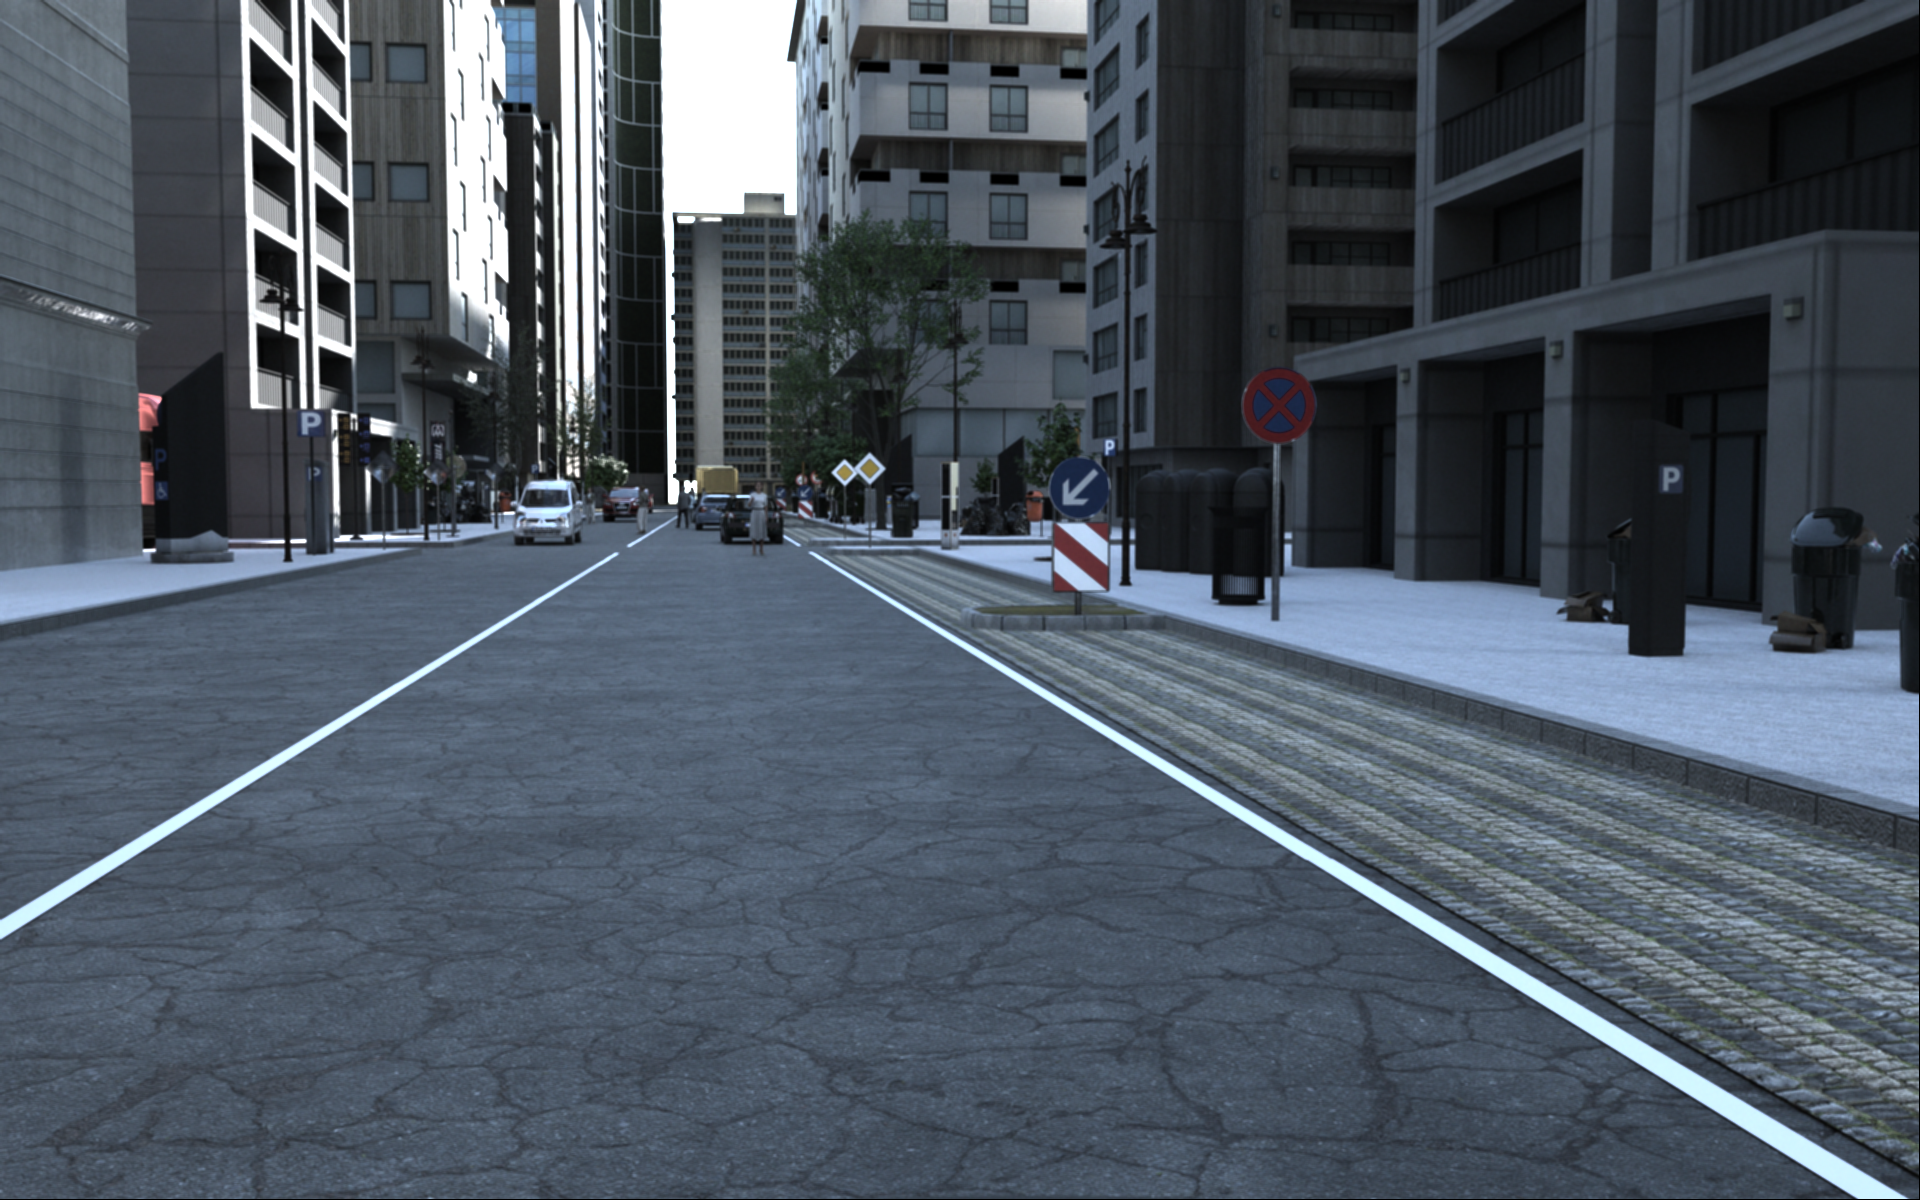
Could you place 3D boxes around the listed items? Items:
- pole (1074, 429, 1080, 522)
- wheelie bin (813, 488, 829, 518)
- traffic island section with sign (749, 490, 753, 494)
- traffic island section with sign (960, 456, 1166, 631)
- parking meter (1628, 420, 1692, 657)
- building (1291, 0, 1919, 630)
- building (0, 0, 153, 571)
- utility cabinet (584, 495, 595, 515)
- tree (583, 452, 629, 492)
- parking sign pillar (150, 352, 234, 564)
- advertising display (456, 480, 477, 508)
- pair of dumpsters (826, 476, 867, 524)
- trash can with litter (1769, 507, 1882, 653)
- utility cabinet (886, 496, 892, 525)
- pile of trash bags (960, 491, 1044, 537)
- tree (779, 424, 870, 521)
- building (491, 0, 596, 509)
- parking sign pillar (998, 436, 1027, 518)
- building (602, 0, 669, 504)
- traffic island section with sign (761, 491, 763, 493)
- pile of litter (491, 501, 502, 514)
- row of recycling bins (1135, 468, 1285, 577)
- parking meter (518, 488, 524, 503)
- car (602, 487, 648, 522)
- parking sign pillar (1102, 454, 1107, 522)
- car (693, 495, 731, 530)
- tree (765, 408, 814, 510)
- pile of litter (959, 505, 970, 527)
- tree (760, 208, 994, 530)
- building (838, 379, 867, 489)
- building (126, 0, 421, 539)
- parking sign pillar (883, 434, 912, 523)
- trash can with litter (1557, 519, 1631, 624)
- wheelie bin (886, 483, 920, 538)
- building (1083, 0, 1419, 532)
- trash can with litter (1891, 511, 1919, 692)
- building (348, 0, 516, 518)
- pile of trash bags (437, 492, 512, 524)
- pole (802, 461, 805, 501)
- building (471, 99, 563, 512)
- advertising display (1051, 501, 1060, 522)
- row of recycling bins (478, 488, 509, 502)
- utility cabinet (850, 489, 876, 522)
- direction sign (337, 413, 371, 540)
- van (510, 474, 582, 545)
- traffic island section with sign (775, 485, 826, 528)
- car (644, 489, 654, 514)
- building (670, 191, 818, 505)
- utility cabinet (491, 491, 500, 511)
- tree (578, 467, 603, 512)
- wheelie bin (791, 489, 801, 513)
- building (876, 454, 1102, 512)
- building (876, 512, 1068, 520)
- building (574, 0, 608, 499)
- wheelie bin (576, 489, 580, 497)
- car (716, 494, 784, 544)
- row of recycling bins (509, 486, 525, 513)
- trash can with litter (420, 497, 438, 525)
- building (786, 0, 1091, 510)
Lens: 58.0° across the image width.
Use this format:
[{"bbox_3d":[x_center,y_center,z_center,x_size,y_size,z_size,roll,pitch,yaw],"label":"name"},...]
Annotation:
[{"bbox_3d":[3.543,-3.588,52.500,0.158,3.312,0.155,0,3,0],"label":"pole"},{"bbox_3d":[-7.390,-5.167,92.388,0.693,1.594,0.980,-3,5,-42],"label":"wheelie bin"},{"bbox_3d":[-21.366,-10.300,177.034,1.989,1.847,2.006,0,4,-8],"label":"traffic island section with sign"},{"bbox_3d":[1.048,-0.633,18.973,1.989,1.847,2.006,0,4,-8],"label":"traffic island section with sign"},{"bbox_3d":[5.560,-0.492,13.753,0.399,1.863,0.255,-1,4,-16],"label":"parking meter"},{"bbox_3d":[17.456,-35.578,19.959,20.563,71.187,20.611,0,4,-8],"label":"building"},{"bbox_3d":[-37.086,-15.160,24.284,44.131,29.872,17.030,0,4,-8],"label":"building"},{"bbox_3d":[-23.116,-5.926,108.055,0.306,1.237,1.020,1,4,14],"label":"utility cabinet"},{"bbox_3d":[-29.240,-9.846,144.698,4.285,4.588,4.351,0,3,0],"label":"tree"},{"bbox_3d":[-14.454,-2.693,32.511,1.447,3.967,1.447,2,4,26],"label":"parking sign pillar"},{"bbox_3d":[-22.825,-4.575,80.009,0.974,1.923,0.123,0,4,4],"label":"advertising display"},{"bbox_3d":[-4.982,-4.515,76.318,1.574,2.255,4.437,-1,4,-8],"label":"pair of dumpsters"},{"bbox_3d":[7.116,-0.177,14.282,0.624,1.170,1.055,3,5,43],"label":"trash can with litter"},{"bbox_3d":[-2.939,-3.805,73.368,0.306,1.237,1.020,0,4,-5],"label":"utility cabinet"},{"bbox_3d":[1.501,-2.659,53.225,1.912,1.369,3.447,-2,4,-33],"label":"pile of trash bags"},{"bbox_3d":[-5.635,-5.993,81.695,4.285,4.588,4.351,0,3,0],"label":"tree"},{"bbox_3d":[-40.469,-30.916,155.583,14.600,45.320,14.200,0,4,-8],"label":"building"},{"bbox_3d":[2.437,-5.631,80.531,1.447,3.967,1.447,2,4,26],"label":"parking sign pillar"},{"bbox_3d":[-47.317,-47.580,216.188,20.611,71.187,20.563,0,4,-8],"label":"building"},{"bbox_3d":[-10.601,-5.655,101.079,1.989,1.847,2.006,0,4,-8],"label":"traffic island section with sign"},{"bbox_3d":[-30.939,-6.166,114.775,1.176,0.858,1.719,3,5,43],"label":"pile of litter"},{"bbox_3d":[4.012,-1.293,28.257,1.069,1.692,3.534,-2,4,-28],"label":"row of recycling bins"},{"bbox_3d":[-18.764,-4.022,74.173,0.372,1.533,0.369,0,3,0],"label":"parking meter"},{"bbox_3d":[-17.518,-5.022,90.782,2.281,1.827,5.304,0,4,-6],"label":"car"},{"bbox_3d":[6.575,-5.129,72.334,1.447,3.967,1.447,2,4,35],"label":"parking sign pillar"},{"bbox_3d":[-9.807,-3.552,70.083,2.014,1.417,4.499,0,4,-8],"label":"car"},{"bbox_3d":[-13.535,-11.546,139.138,4.737,8.622,4.395,0,3,0],"label":"tree"},{"bbox_3d":[0.102,-3.257,67.222,1.176,0.858,1.719,-1,4,-16],"label":"pile of litter"},{"bbox_3d":[-2.734,-8.327,61.902,9.928,11.665,9.643,0,3,0],"label":"tree"},{"bbox_3d":[-2.762,-22.282,136.012,14.160,30.474,14.107,0,4,-8],"label":"building"},{"bbox_3d":[-29.581,-37.815,56.520,20.563,71.187,20.611,0,4,-8],"label":"building"},{"bbox_3d":[-2.827,-5.434,77.316,1.447,3.967,1.447,-1,4,-18],"label":"parking sign pillar"},{"bbox_3d":[6.485,-0.357,17.217,1.055,1.170,0.624,3,5,41],"label":"trash can with litter"},{"bbox_3d":[-1.671,-2.636,51.013,0.980,1.594,0.693,0,4,-5],"label":"wheelie bin"},{"bbox_3d":[12.758,-17.795,62.655,14.107,30.474,14.160,0,4,-8],"label":"building"},{"bbox_3d":[6.586,0.016,11.132,1.055,1.170,0.624,2,4,25],"label":"trash can with litter"},{"bbox_3d":[-38.784,-30.647,90.318,28.713,52.752,27.495,0,4,-8],"label":"building"},{"bbox_3d":[-21.428,-4.097,76.742,3.447,1.369,1.912,-3,5,-44],"label":"pile of trash bags"},{"bbox_3d":[-9.779,-6.992,108.161,0.158,3.312,0.155,0,3,0],"label":"pole"},{"bbox_3d":[-37.153,-21.757,127.430,14.160,30.474,14.107,0,4,-8],"label":"building"},{"bbox_3d":[4.455,-4.575,80.019,0.123,1.923,0.974,-1,4,-19],"label":"advertising display"},{"bbox_3d":[-32.958,-6.906,120.022,3.534,1.692,1.069,0,4,-2],"label":"row of recycling bins"},{"bbox_3d":[-4.429,-4.302,79.014,1.173,1.500,0.318,-1,4,-15],"label":"utility cabinet"},{"bbox_3d":[-16.949,-3.458,48.535,0.876,3.537,0.379,-1,4,-8],"label":"direction sign"},{"bbox_3d":[-11.889,-2.632,50.051,2.013,2.044,4.112,0,4,-8],"label":"van"},{"bbox_3d":[-6.746,-3.990,73.871,1.989,1.847,2.006,0,4,-8],"label":"traffic island section with sign"},{"bbox_3d":[-23.940,-7.361,129.020,2.281,1.827,5.304,-1,4,-9],"label":"car"},{"bbox_3d":[-25.381,-32.628,225.353,23.993,40.220,32.217,0,4,-8],"label":"building"},{"bbox_3d":[-31.572,-6.636,117.178,1.173,1.500,0.318,3,4,37],"label":"utility cabinet"},{"bbox_3d":[-26.590,-7.915,124.004,1.663,3.219,1.824,0,3,0],"label":"tree"},{"bbox_3d":[-10.920,-6.618,116.108,0.693,1.594,0.980,1,4,17],"label":"wheelie bin"},{"bbox_3d":[0.251,-34.721,156.929,28.713,52.752,27.495,0,4,-8],"label":"building"},{"bbox_3d":[6.732,-31.171,98.886,28.713,52.752,27.495,0,4,-8],"label":"building"},{"bbox_3d":[-51.648,-39.078,180.925,28.212,58.520,21.231,0,4,-8],"label":"building"},{"bbox_3d":[-25.350,-6.454,113.426,0.980,1.594,0.693,0,4,-5],"label":"wheelie bin"},{"bbox_3d":[-6.156,-2.520,50.989,2.009,1.686,4.222,-1,4,-10],"label":"car"},{"bbox_3d":[-21.770,-5.061,89.860,3.534,1.692,1.069,3,5,40],"label":"row of recycling bins"},{"bbox_3d":[-22.422,-3.748,72.674,1.055,1.170,0.624,1,4,11],"label":"trash can with litter"},{"bbox_3d":[-3.399,-36.396,184.306,28.713,52.752,27.495,0,4,-8],"label":"building"}]
